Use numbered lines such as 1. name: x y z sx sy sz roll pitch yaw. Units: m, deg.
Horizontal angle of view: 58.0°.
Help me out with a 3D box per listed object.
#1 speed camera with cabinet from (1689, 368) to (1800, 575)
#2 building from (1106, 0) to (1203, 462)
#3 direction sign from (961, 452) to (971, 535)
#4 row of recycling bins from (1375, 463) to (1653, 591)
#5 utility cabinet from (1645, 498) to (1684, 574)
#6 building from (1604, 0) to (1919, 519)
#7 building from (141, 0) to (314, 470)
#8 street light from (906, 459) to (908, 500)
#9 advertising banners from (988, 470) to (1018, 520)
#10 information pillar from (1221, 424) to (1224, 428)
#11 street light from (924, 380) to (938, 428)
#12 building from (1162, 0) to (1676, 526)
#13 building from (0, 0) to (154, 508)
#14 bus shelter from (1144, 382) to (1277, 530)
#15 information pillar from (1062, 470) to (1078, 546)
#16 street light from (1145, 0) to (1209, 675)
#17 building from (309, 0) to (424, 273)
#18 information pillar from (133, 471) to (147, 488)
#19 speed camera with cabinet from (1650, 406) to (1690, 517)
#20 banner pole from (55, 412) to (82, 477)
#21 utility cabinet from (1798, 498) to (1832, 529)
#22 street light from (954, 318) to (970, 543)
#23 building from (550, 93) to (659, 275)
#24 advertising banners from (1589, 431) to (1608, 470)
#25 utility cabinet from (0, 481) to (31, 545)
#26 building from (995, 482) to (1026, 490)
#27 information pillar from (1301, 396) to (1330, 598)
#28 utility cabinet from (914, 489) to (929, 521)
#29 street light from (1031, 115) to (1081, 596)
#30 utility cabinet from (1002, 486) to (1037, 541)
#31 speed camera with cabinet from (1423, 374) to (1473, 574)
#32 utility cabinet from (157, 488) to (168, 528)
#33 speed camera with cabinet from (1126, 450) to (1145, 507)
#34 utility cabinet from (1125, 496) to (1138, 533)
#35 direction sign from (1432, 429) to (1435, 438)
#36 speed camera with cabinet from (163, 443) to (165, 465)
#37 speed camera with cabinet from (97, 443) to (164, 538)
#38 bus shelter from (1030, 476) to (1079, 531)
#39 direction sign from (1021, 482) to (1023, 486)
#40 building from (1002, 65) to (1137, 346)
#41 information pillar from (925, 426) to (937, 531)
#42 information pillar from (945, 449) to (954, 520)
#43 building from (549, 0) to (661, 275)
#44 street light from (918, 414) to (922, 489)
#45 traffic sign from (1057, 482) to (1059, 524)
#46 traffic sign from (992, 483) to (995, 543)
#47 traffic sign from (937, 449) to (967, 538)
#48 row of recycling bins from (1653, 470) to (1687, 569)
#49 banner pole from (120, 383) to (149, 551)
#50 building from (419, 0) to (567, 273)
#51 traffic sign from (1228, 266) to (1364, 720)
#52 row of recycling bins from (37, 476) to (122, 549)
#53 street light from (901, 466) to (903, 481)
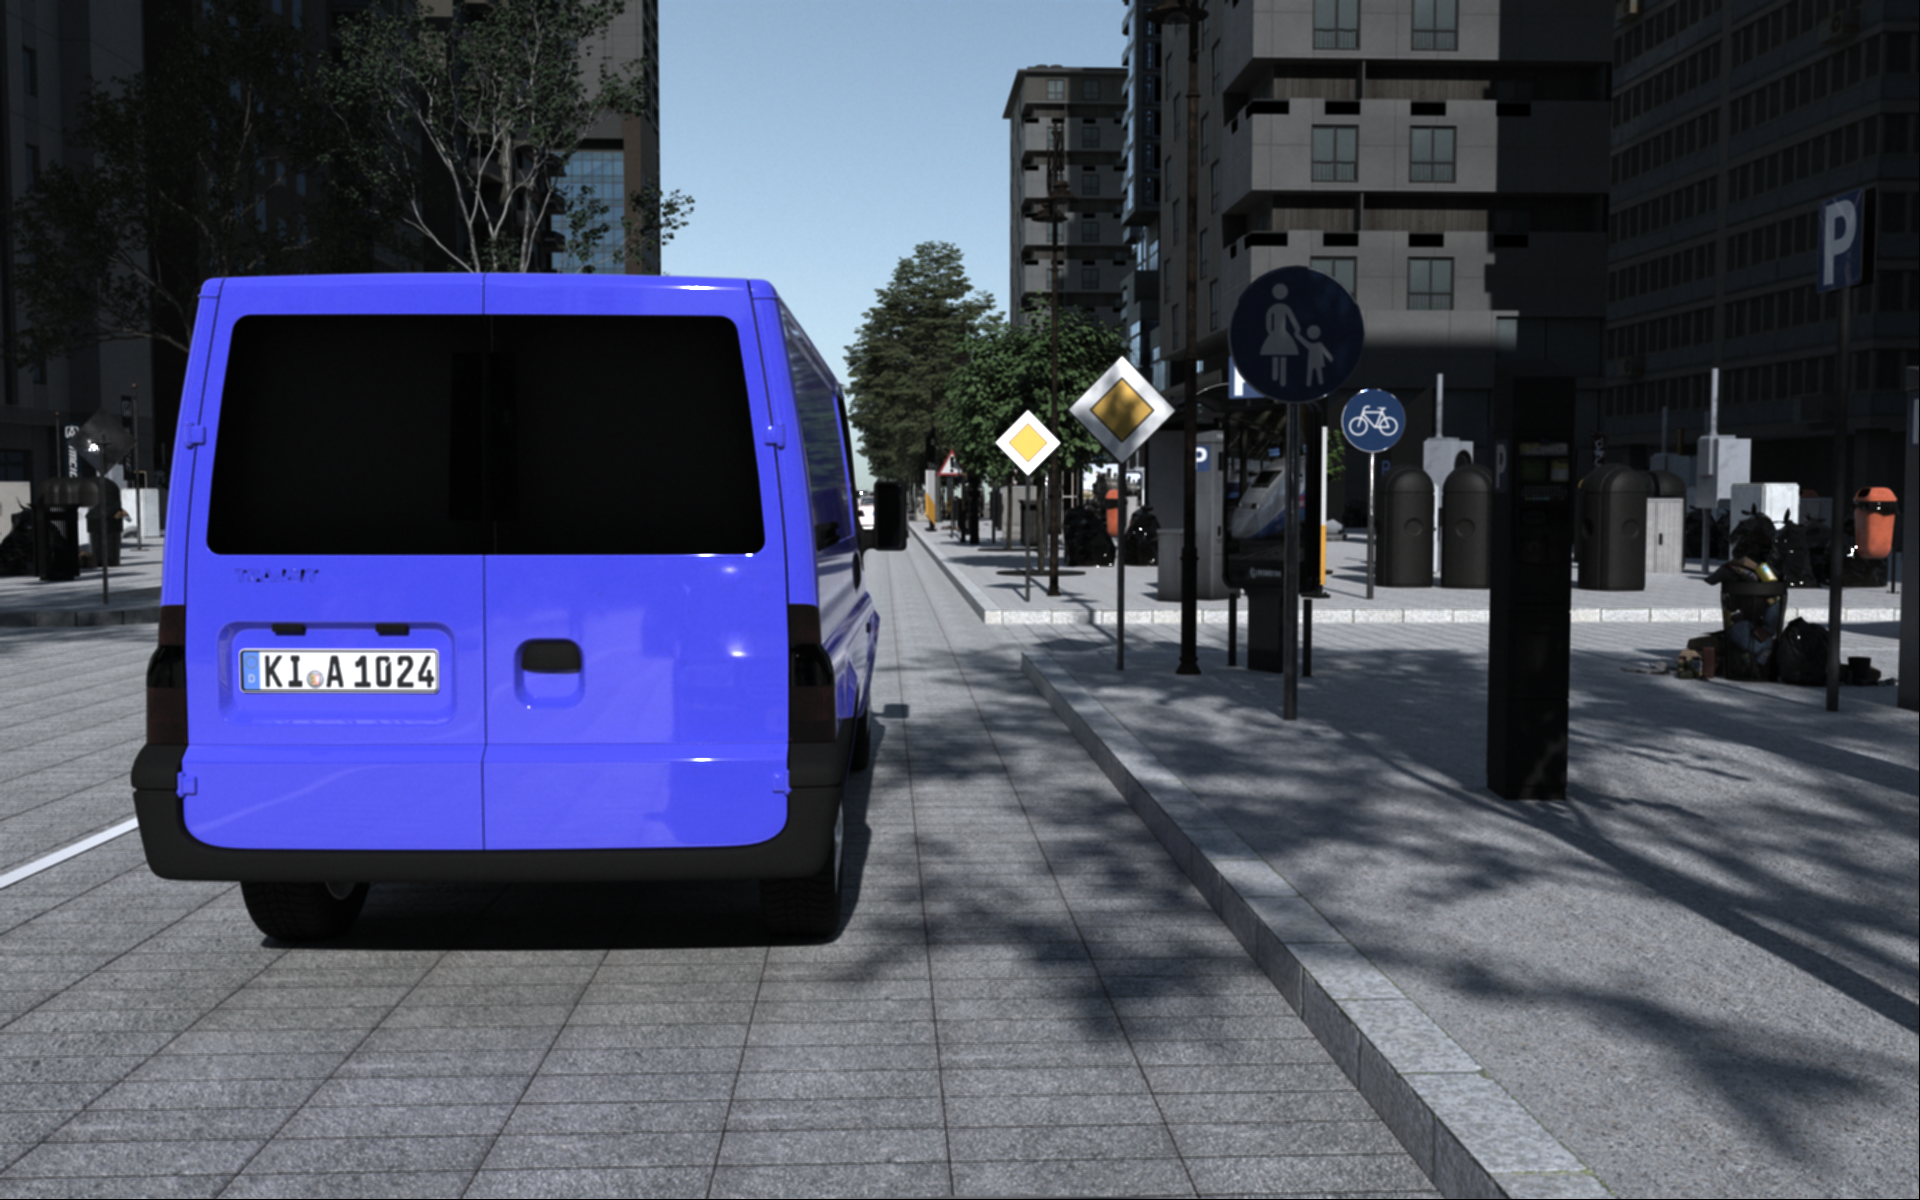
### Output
1. speed camera with cabinet: 12.102 -1.976 26.640 0.660 3.252 2.038 0 4 -5
2. building: 21.706 -50.702 141.642 22.319 86.520 31.000 0 4 -3
3. direction sign: 0.297 -3.809 54.267 0.379 3.537 0.876 2 4 33
4. row of recycling bins: 7.462 -1.008 23.599 3.534 1.692 1.069 1 4 18
5. utility cabinet: 11.228 -1.044 28.234 1.020 1.237 0.306 2 4 26
6. building: 34.659 -21.933 50.488 23.993 40.220 32.217 0 4 -3
7. building: -37.308 -25.955 74.477 14.600 45.320 14.200 0 4 -3
8. street light: -3.346 -9.122 121.940 0.468 5.910 1.993 0 4 -3
9. advertising banners: 2.190 -5.500 86.106 0.090 3.025 2.074 -3 5 -45
10. information pillar: 7.509 -3.494 48.488 0.183 3.616 0.504 -3 4 -36
11. street light: -1.120 -5.956 70.162 0.468 5.910 1.993 0 4 -3
12. building: 24.982 -30.158 82.325 28.713 52.752 27.495 0 4 -3
13. building: -38.203 -30.755 44.851 21.231 58.520 28.212 0 4 -3
14. bus shelter: 4.793 -2.455 34.059 2.014 3.302 5.546 0 4 -3
15. information pillar: 2.712 -2.343 42.800 0.304 2.012 0.304 2 4 27
16. street light: 1.633 -2.410 12.199 0.468 5.910 1.993 0 4 -3
17. building: -46.595 -25.277 105.168 32.217 40.220 23.993 0 4 -3
18. information pillar: -26.631 -3.167 56.275 0.304 2.012 0.304 3 5 41
19. speed camera with cabinet: 16.345 -2.708 38.613 0.660 3.252 2.038 -1 4 -22
20. banner pole: -27.247 -3.845 52.888 0.863 3.779 0.401 -1 4 -17
21. utility cabinet: 14.428 -1.119 29.456 0.306 1.237 1.020 0 4 -7
22. street light: 0.086 -4.462 45.747 0.468 5.910 1.993 0 4 -3
23. building: -42.241 -33.506 197.938 14.600 45.320 14.200 0 4 -3
24. advertising banners: 18.408 -3.166 47.948 2.074 3.025 0.090 0 4 -2
25. utility cabinet: -16.823 -1.312 30.133 1.173 1.500 0.318 -2 4 -29
26. building: 19.110 -24.238 241.333 27.650 21.520 28.899 0 4 -3
27. information pillar: 4.369 -1.840 21.436 0.183 3.616 0.504 -2 4 -27
28. utility cabinet: -1.561 -4.470 81.757 1.173 1.500 0.318 -2 4 -25
29. street light: 1.184 -2.989 21.665 0.468 5.910 1.993 0 4 -3
30. utility cabinet: 1.665 -2.355 47.184 1.173 1.500 0.318 3 5 44
31. speed camera with cabinet: 7.518 -2.055 27.932 2.038 3.252 0.660 -3 5 -44
32. utility cabinet: -30.109 -3.447 65.044 0.318 1.500 1.173 2 4 29
33. speed camera with cabinet: 6.066 -4.227 63.452 0.660 3.252 2.038 2 4 28
34. utility cabinet: 4.484 -2.145 46.232 0.306 1.237 1.020 0 4 -6
35. direction sign: 16.165 -4.199 60.644 0.876 3.537 0.379 2 4 25
36. speed camera with cabinet: -31.453 -4.471 67.433 2.038 3.252 0.660 3 5 45
37. speed camera with cabinet: -24.599 -3.478 51.193 2.038 3.252 0.660 2 4 27
38. bus shelter: 3.322 -4.961 58.745 2.179 5.291 8.768 0 4 -2
39. direction sign: 2.389 -4.556 66.484 0.379 3.537 0.876 -1 4 -9
40. building: 20.449 -38.086 211.951 28.713 52.752 27.495 0 4 -3
41. information pillar: -1.007 -4.159 59.362 0.183 3.616 0.504 2 4 33
42. information pillar: -0.495 -5.767 85.646 0.183 3.616 0.504 -3 4 -39
43. building: -45.775 -47.491 214.725 20.563 71.187 20.611 0 4 -3
44. street light: -2.085 -7.429 94.250 0.468 5.910 1.993 0 4 -3
45. traffic sign: 2.061 -2.249 36.770 0.884 2.594 0.081 0 4 4
46. traffic sign: 0.878 -2.752 45.108 0.768 2.556 0.104 0 4 7
47. traffic sign: -0.232 -3.072 50.230 0.884 2.594 0.081 0 4 2
48. row of recycling bins: 12.025 -1.468 31.109 1.069 1.692 3.534 0 4 0
49. banner pole: -18.626 -2.994 38.962 0.401 3.779 0.863 0 4 1
50. building: -42.345 -29.175 131.631 22.147 44.769 28.867 0 4 -3
51. traffic sign: 1.878 -0.592 9.783 0.768 2.556 0.104 0 4 -2
52. row of recycling bins: -21.075 -2.093 41.332 3.534 1.692 1.069 3 5 44
53. street light: -5.679 -12.148 171.412 0.468 5.910 1.993 0 4 -3
